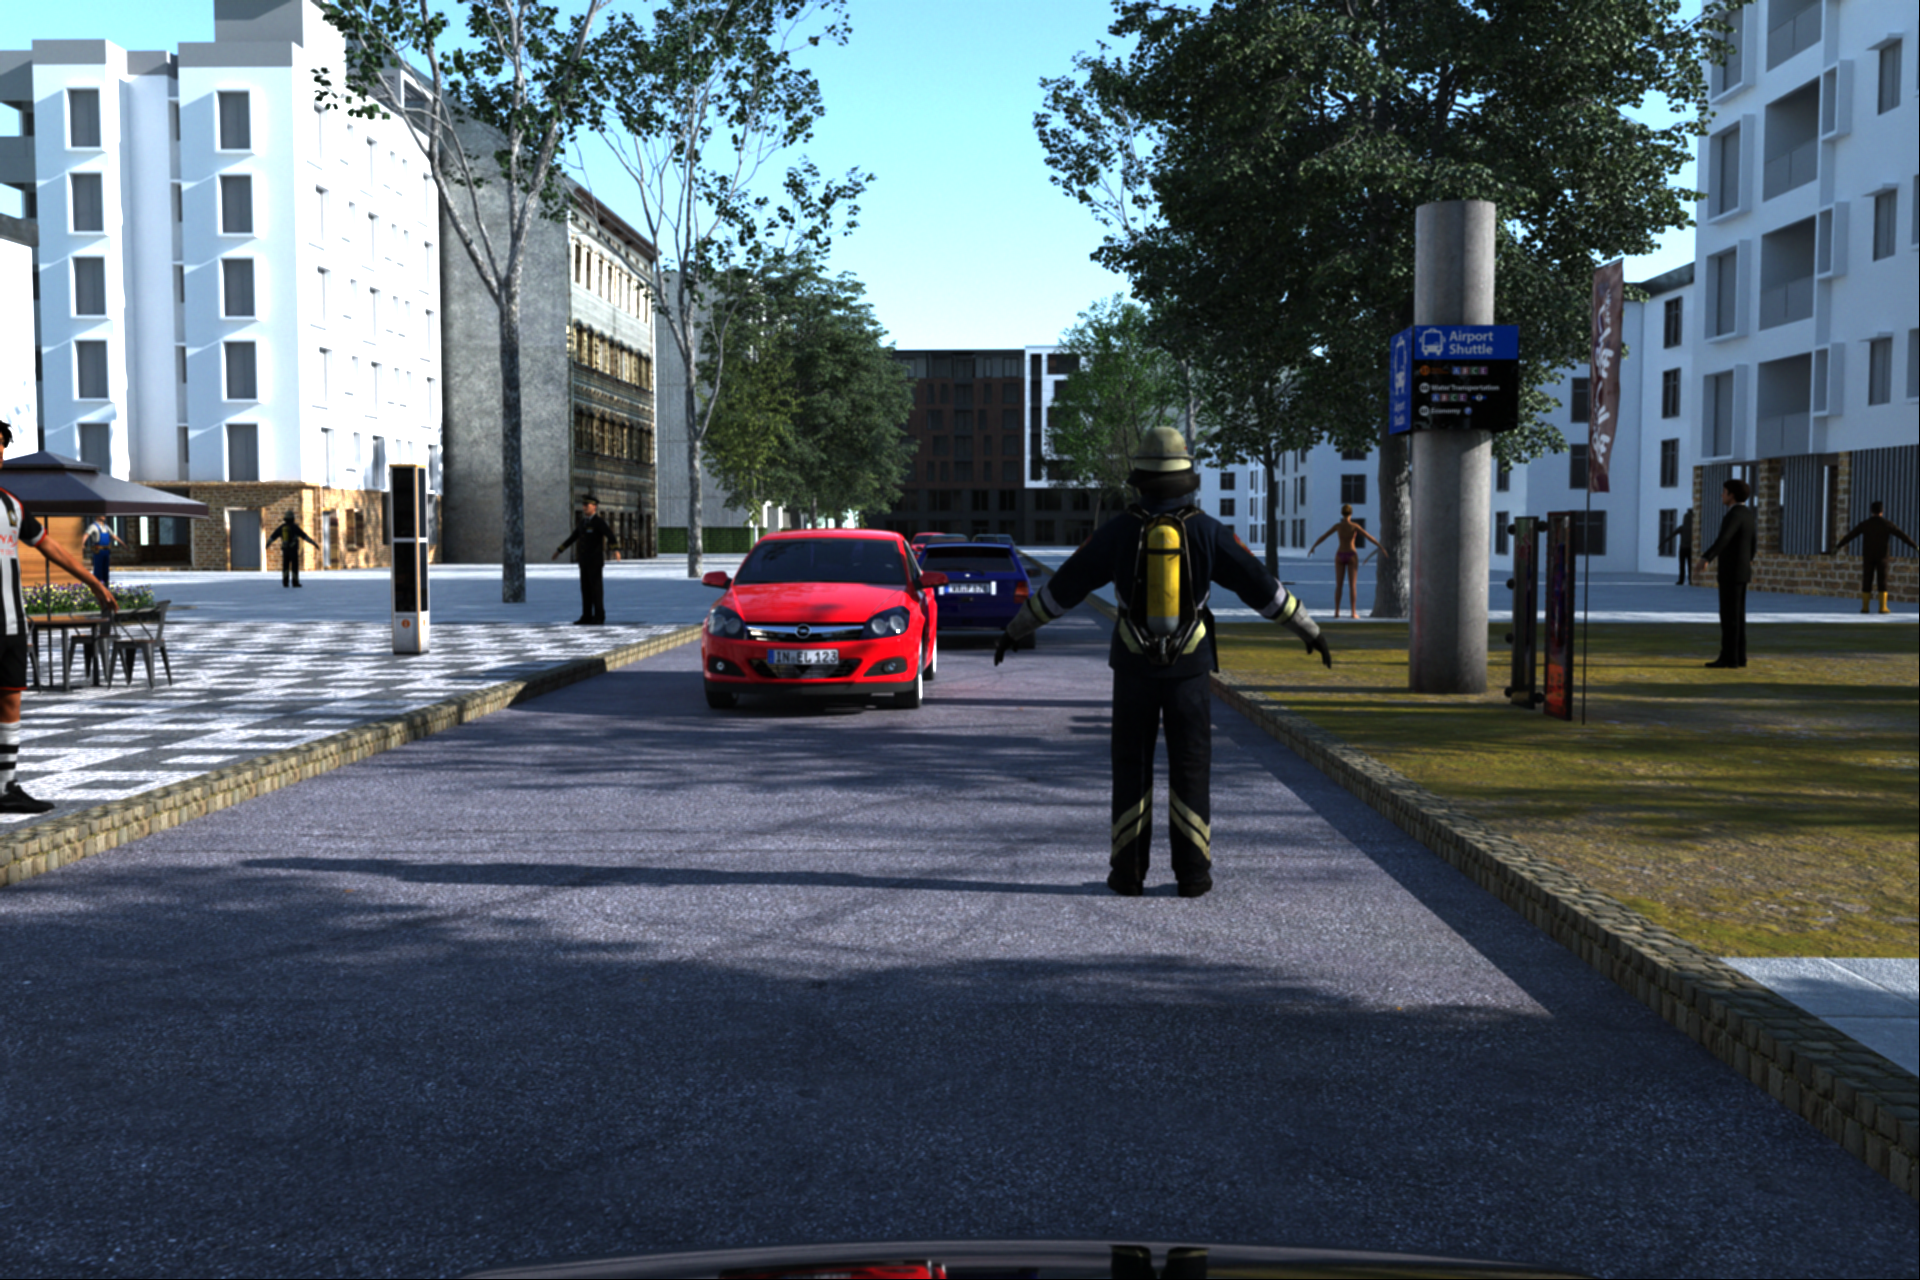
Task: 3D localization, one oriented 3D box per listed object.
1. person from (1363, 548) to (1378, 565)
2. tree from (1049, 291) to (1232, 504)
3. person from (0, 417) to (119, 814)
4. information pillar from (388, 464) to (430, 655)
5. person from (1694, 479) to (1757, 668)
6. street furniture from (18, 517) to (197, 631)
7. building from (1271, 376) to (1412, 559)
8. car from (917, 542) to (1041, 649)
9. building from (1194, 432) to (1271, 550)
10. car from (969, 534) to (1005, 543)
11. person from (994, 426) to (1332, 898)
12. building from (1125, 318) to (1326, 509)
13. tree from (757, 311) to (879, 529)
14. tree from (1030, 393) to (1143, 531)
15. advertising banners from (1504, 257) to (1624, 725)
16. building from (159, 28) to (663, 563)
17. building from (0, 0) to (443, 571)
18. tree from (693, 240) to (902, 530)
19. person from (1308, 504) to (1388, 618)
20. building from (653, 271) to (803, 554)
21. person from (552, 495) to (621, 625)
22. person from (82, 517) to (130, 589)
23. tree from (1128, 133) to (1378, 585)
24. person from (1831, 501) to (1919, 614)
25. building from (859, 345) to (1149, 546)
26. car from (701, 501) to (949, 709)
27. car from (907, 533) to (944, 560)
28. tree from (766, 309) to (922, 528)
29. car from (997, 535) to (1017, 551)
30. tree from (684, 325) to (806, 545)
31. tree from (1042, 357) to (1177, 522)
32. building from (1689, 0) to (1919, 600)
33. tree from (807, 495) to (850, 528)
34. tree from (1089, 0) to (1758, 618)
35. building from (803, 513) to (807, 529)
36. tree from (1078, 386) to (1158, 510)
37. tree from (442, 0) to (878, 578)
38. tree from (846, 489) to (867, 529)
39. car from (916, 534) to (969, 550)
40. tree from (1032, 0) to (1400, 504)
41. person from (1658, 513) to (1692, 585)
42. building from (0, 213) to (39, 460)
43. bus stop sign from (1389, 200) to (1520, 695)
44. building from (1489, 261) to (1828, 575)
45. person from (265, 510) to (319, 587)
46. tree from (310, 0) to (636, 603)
[{"bbox_3d":[7.101,-1.168,28.356,0.991,1.433,0.599,1,4,9],"label":"person"},{"bbox_3d":[7.604,-9.015,73.147,9.928,11.665,9.643,0,3,0],"label":"tree"},{"bbox_3d":[-4.368,-0.101,7.793,0.704,1.843,1.345,1,4,16],"label":"person"},{"bbox_3d":[-5.847,-0.851,18.402,0.304,2.012,0.304,0,4,3],"label":"information pillar"},{"bbox_3d":[7.414,-0.641,16.666,0.705,1.806,1.347,3,5,42],"label":"person"},{"bbox_3d":[-15.280,-0.928,22.025,11.010,1.723,9.812,1,4,16],"label":"street furniture"},{"bbox_3d":[22.274,-8.893,87.549,9.099,9.664,28.070,0,4,1],"label":"building"},{"bbox_3d":[0.121,-0.636,22.986,1.945,1.354,3.894,0,4,1],"label":"car"},{"bbox_3d":[25.055,-12.526,146.945,9.099,9.664,28.070,0,4,1],"label":"building"},{"bbox_3d":[1.396,-5.082,92.876,2.009,1.686,4.222,0,4,1],"label":"car"},{"bbox_3d":[0.805,0.081,6.914,1.354,1.856,0.705,0,4,6],"label":"person"},{"bbox_3d":[26.533,-20.909,172.798,19.493,23.208,18.063,0,4,1],"label":"building"},{"bbox_3d":[-7.803,-10.347,87.305,7.486,12.596,7.792,0,3,0],"label":"tree"},{"bbox_3d":[8.446,-10.716,109.611,8.767,10.594,7.601,1,4,10],"label":"tree"},{"bbox_3d":[4.183,-0.971,12.058,0.090,3.025,2.074,0,4,0],"label":"advertising banners"},{"bbox_3d":[-25.909,-15.493,84.247,19.493,23.208,18.063,0,4,2],"label":"building"},{"bbox_3d":[-27.383,-12.531,61.296,16.016,20.090,11.380,0,4,0],"label":"building"},{"bbox_3d":[-7.147,-10.250,74.237,9.857,13.997,8.962,0,3,0],"label":"tree"},{"bbox_3d":[5.914,-1.202,26.450,1.217,1.733,0.721,1,4,22],"label":"person"},{"bbox_3d":[-22.204,-16.273,132.522,16.747,18.905,31.486,0,4,1],"label":"building"},{"bbox_3d":[-5.237,-1.134,24.482,1.347,1.837,0.705,2,4,35],"label":"person"},{"bbox_3d":[-18.183,-1.887,36.708,0.705,1.847,1.347,1,4,16],"label":"person"},{"bbox_3d":[7.868,-7.243,44.172,9.928,11.665,9.643,0,3,0],"label":"tree"},{"bbox_3d":[14.787,-1.334,27.956,1.346,1.812,0.704,2,4,35],"label":"person"},{"bbox_3d":[5.686,-21.661,200.581,32.646,21.610,27.936,0,4,4],"label":"building"},{"bbox_3d":[-1.161,-0.400,15.575,2.155,1.783,4.494,0,4,2],"label":"car"},{"bbox_3d":[-1.207,-3.794,71.077,2.155,1.783,4.494,0,4,2],"label":"car"},{"bbox_3d":[-6.984,-11.677,97.572,9.857,13.997,8.962,0,3,0],"label":"tree"},{"bbox_3d":[2.285,-5.348,99.444,2.014,1.417,4.499,0,4,0],"label":"car"},{"bbox_3d":[-7.367,-6.728,60.360,4.737,8.622,4.395,0,3,0],"label":"tree"},{"bbox_3d":[8.616,-10.607,99.178,9.928,11.665,9.643,0,3,0],"label":"tree"},{"bbox_3d":[22.805,-11.214,39.773,16.016,20.090,11.380,0,4,1],"label":"building"},{"bbox_3d":[-15.203,-17.392,202.488,7.486,12.596,7.792,0,3,0],"label":"tree"},{"bbox_3d":[6.636,-7.309,26.157,9.857,13.997,8.962,0,3,0],"label":"tree"},{"bbox_3d":[-25.010,-18.348,166.452,16.747,18.905,31.486,0,4,2],"label":"building"},{"bbox_3d":[8.414,-8.243,85.128,4.360,8.622,3.978,0,3,0],"label":"tree"},{"bbox_3d":[-8.571,-11.801,48.831,12.611,20.169,13.585,0,3,0],"label":"tree"},{"bbox_3d":[-6.761,-9.749,109.751,4.737,8.622,4.395,0,3,0],"label":"tree"},{"bbox_3d":[-0.387,-2.818,55.853,2.009,1.686,4.222,0,4,1],"label":"car"},{"bbox_3d":[9.260,-12.457,59.563,12.611,20.169,13.585,0,3,0],"label":"tree"},{"bbox_3d":[18.363,-2.303,43.788,1.348,1.813,0.705,0,4,4],"label":"person"},{"bbox_3d":[-26.110,-5.569,33.196,9.099,9.664,28.070,0,4,1],"label":"building"},{"bbox_3d":[3.980,-1.530,14.033,0.837,3.901,0.837,0,4,2],"label":"bus stop sign"},{"bbox_3d":[23.458,-7.085,57.985,9.099,9.664,28.070,0,4,1],"label":"building"},{"bbox_3d":[-16.193,-2.210,41.905,1.354,1.856,0.705,0,4,5],"label":"person"},{"bbox_3d":[-9.791,-10.788,32.272,12.611,20.169,13.585,0,3,0],"label":"tree"}]
